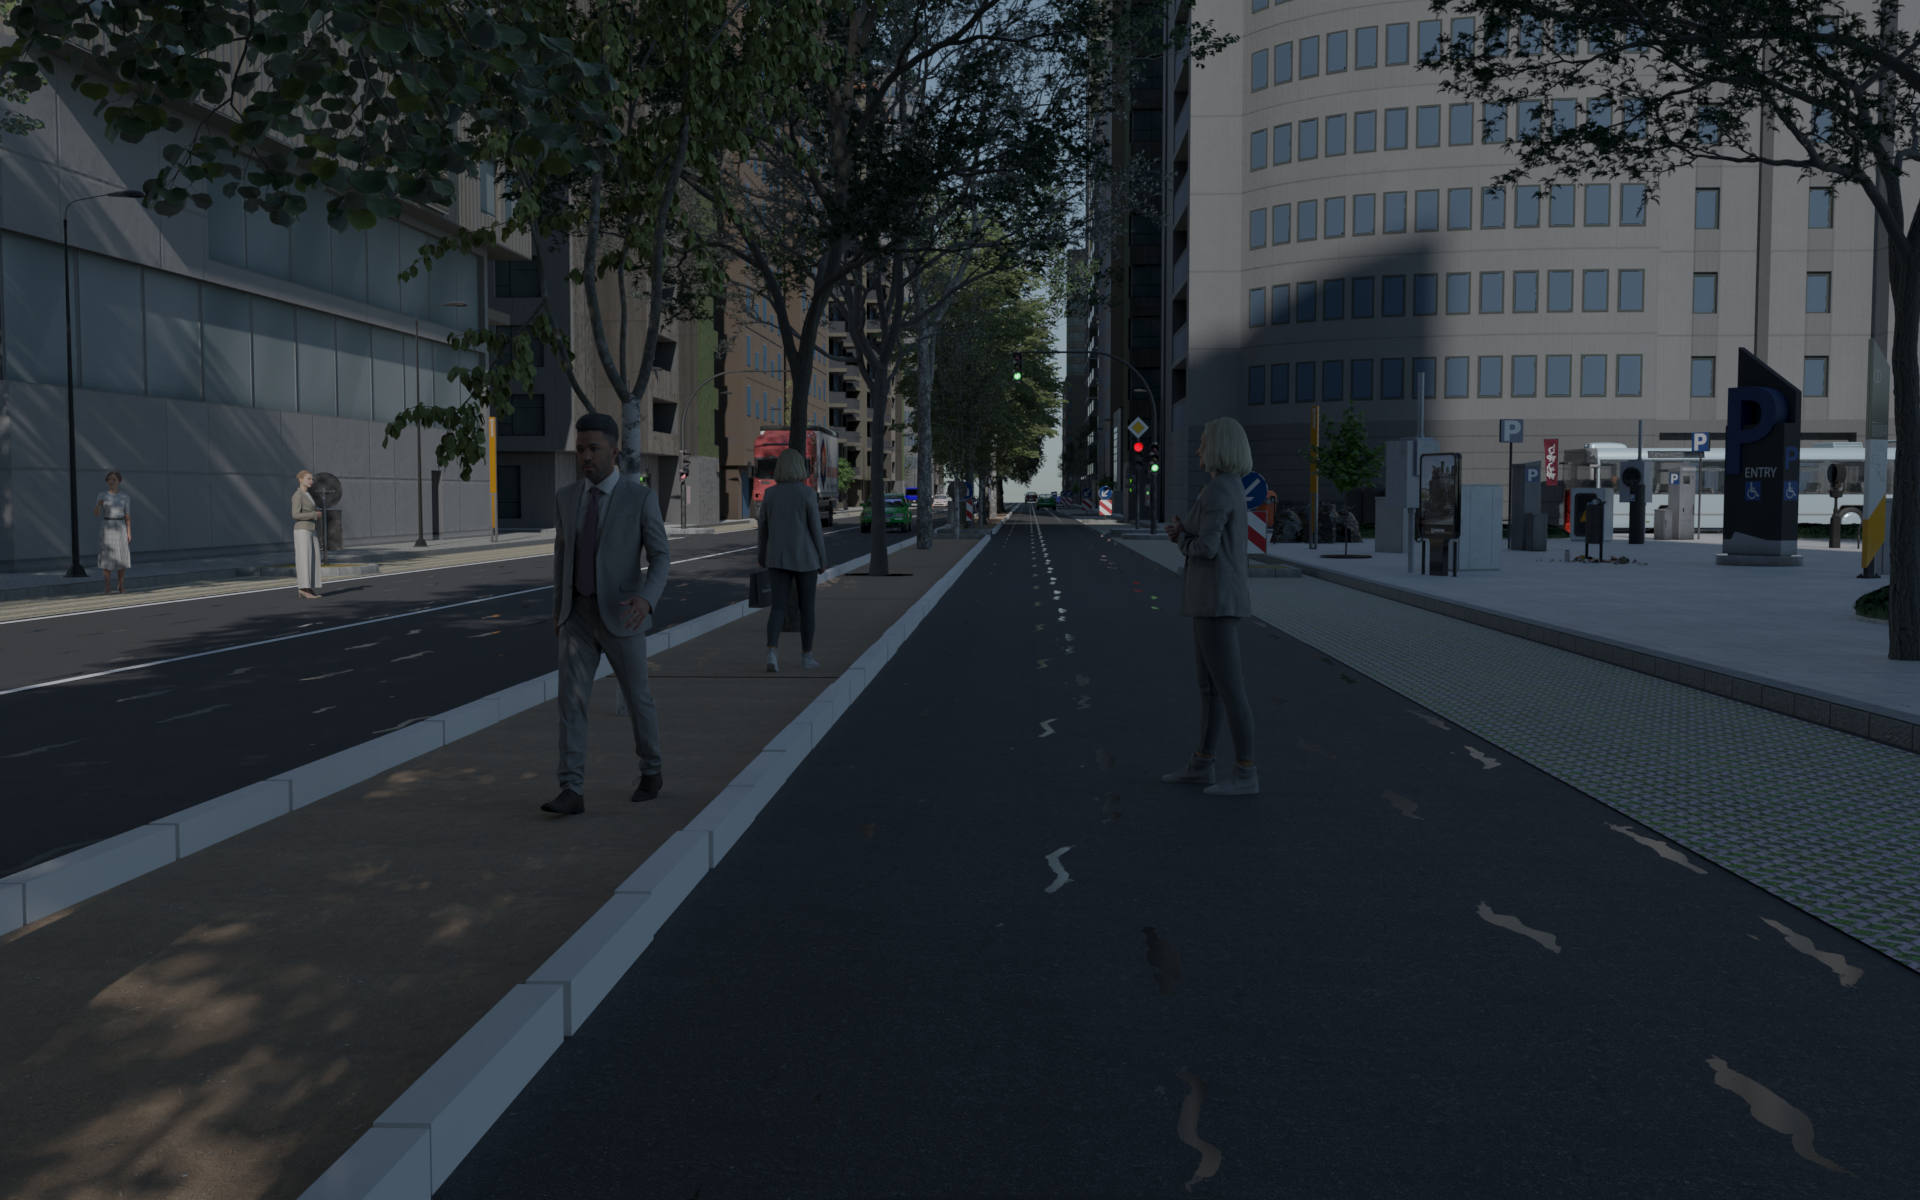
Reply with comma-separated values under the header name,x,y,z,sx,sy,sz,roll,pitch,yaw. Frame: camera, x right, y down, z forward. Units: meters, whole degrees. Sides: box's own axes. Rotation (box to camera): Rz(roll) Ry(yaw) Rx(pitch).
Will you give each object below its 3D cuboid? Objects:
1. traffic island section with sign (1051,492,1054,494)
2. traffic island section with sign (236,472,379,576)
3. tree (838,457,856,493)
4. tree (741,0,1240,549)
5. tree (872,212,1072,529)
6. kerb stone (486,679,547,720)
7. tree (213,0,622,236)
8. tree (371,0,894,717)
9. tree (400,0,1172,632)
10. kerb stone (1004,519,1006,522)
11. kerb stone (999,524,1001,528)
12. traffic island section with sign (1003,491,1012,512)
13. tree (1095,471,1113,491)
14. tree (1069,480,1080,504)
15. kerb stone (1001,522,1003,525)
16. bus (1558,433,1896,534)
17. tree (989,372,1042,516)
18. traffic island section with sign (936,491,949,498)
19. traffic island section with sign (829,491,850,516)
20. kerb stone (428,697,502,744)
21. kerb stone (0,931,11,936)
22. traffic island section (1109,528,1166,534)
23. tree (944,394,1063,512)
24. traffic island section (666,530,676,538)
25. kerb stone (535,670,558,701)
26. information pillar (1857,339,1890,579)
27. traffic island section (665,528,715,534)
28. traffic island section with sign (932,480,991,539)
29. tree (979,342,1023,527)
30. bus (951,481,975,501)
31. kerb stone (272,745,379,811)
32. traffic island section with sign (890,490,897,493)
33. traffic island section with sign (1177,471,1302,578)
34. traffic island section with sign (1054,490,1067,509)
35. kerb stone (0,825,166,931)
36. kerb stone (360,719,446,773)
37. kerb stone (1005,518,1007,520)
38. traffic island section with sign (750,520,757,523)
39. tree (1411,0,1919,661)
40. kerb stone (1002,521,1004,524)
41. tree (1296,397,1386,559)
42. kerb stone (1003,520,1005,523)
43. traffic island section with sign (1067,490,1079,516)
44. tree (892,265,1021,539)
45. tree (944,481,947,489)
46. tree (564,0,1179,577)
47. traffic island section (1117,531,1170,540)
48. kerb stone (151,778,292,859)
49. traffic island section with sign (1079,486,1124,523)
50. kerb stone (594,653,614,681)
name,x,y,z,sx,sy,sz,roll,pitch,yaw
traffic island section with sign,11.204,-11.094,190.020,1.989,1.847,2.006,0,4,2
traffic island section with sign,-11.509,-1.359,30.854,1.989,1.847,2.006,0,4,2
tree,-10.253,-9.293,135.662,4.285,4.588,4.351,0,3,0
tree,0.269,-11.304,43.159,12.611,20.169,13.585,0,3,0
tree,0.485,-8.996,67.669,7.486,12.596,7.792,0,3,0
kerb stone,-2.929,0.663,11.362,0.120,0.150,1.000,0,4,2
tree,-2.549,-5.747,3.077,9.857,13.997,8.962,0,3,0
tree,-2.163,-3.566,11.119,4.737,8.622,4.395,0,3,0
tree,-1.781,-4.920,17.307,8.767,10.594,7.601,0,4,2
kerb stone,1.969,-3.625,81.459,0.120,0.150,1.000,0,4,2
kerb stone,1.437,-2.810,68.131,0.120,0.150,1.000,0,4,2
traffic island section with sign,3.157,-7.948,138.086,2.006,1.907,1.989,0,4,2
tree,11.769,-8.901,140.140,1.663,3.219,1.824,0,3,0
tree,15.400,-14.442,230.721,1.663,3.219,1.824,0,3,0
kerb stone,1.640,-3.123,73.260,0.120,0.150,1.000,0,4,2
bus,26.494,-3.910,58.781,13.247,3.499,2.948,0,4,1
tree,2.037,-11.378,114.237,9.928,11.665,9.643,0,3,0
traffic island section with sign,-2.951,-14.515,245.945,1.989,1.847,2.006,0,4,2
traffic island section with sign,-8.226,-6.394,113.172,1.989,1.847,2.006,0,4,2
kerb stone,-2.961,0.726,10.325,0.120,0.150,1.000,0,4,2
kerb stone,-3.164,1.039,5.202,0.120,0.150,1.000,0,4,2
traffic island section,6.486,-2.496,63.096,2.009,0.180,2.903,0,4,2
tree,3.156,-13.119,133.964,9.611,12.733,9.660,0,3,0
traffic island section,-10.509,-2.049,55.783,2.009,0.180,2.903,0,4,2
kerb stone,-2.884,0.601,12.383,0.120,0.150,1.000,0,4,2
information pillar,13.918,-2.139,26.330,0.504,3.616,0.183,-2,4,-32
traffic island section,-10.192,-2.537,63.761,2.009,0.180,2.903,0,4,2
traffic island section with sign,-0.124,-2.903,55.605,2.006,1.907,1.989,0,4,2
tree,0.864,-7.410,73.979,4.737,8.622,4.395,0,3,0
bus,0.406,-14.886,238.241,2.948,3.499,13.247,0,4,4
kerb stone,-3.037,0.851,8.279,0.120,0.150,1.000,0,4,2
traffic island section with sign,-6.220,-9.486,163.724,1.989,1.847,2.006,0,4,2
traffic island section with sign,4.862,-1.334,30.436,1.989,1.847,2.006,0,4,2
traffic island section with sign,10.099,-9.393,162.198,1.989,1.847,2.006,0,4,2
kerb stone,-3.125,0.979,6.225,0.120,0.150,1.000,0,4,2
kerb stone,-3.005,0.792,9.302,0.120,0.150,1.000,0,4,2
kerb stone,2.086,-3.811,84.522,0.120,0.150,1.000,0,4,2
traffic island section with sign,-9.313,-4.730,85.967,1.989,1.847,2.006,0,4,2
tree,7.009,-4.815,13.139,7.601,10.594,8.767,0,4,-1
kerb stone,1.721,-3.246,75.306,0.120,0.150,1.000,0,4,2
tree,7.860,-2.450,34.656,1.663,3.219,1.824,0,3,0
kerb stone,1.846,-3.437,78.383,0.120,0.150,1.000,0,4,2
traffic island section with sign,8.143,-6.379,112.925,1.989,1.847,2.006,0,4,2
tree,-0.086,-6.202,54.229,4.360,8.622,3.978,0,3,0
tree,-3.949,-19.244,298.357,4.285,4.588,4.351,0,3,0
tree,-1.441,-7.161,29.912,12.009,13.543,11.850,0,3,0
traffic island section,6.169,-2.008,55.117,2.009,0.180,2.903,0,4,2
kerb stone,-3.084,0.915,7.255,0.120,0.150,1.000,0,4,2
traffic island section with sign,7.069,-4.722,85.830,1.989,1.847,2.006,0,4,2
kerb stone,-2.840,0.538,13.404,0.120,0.150,1.000,0,4,2
